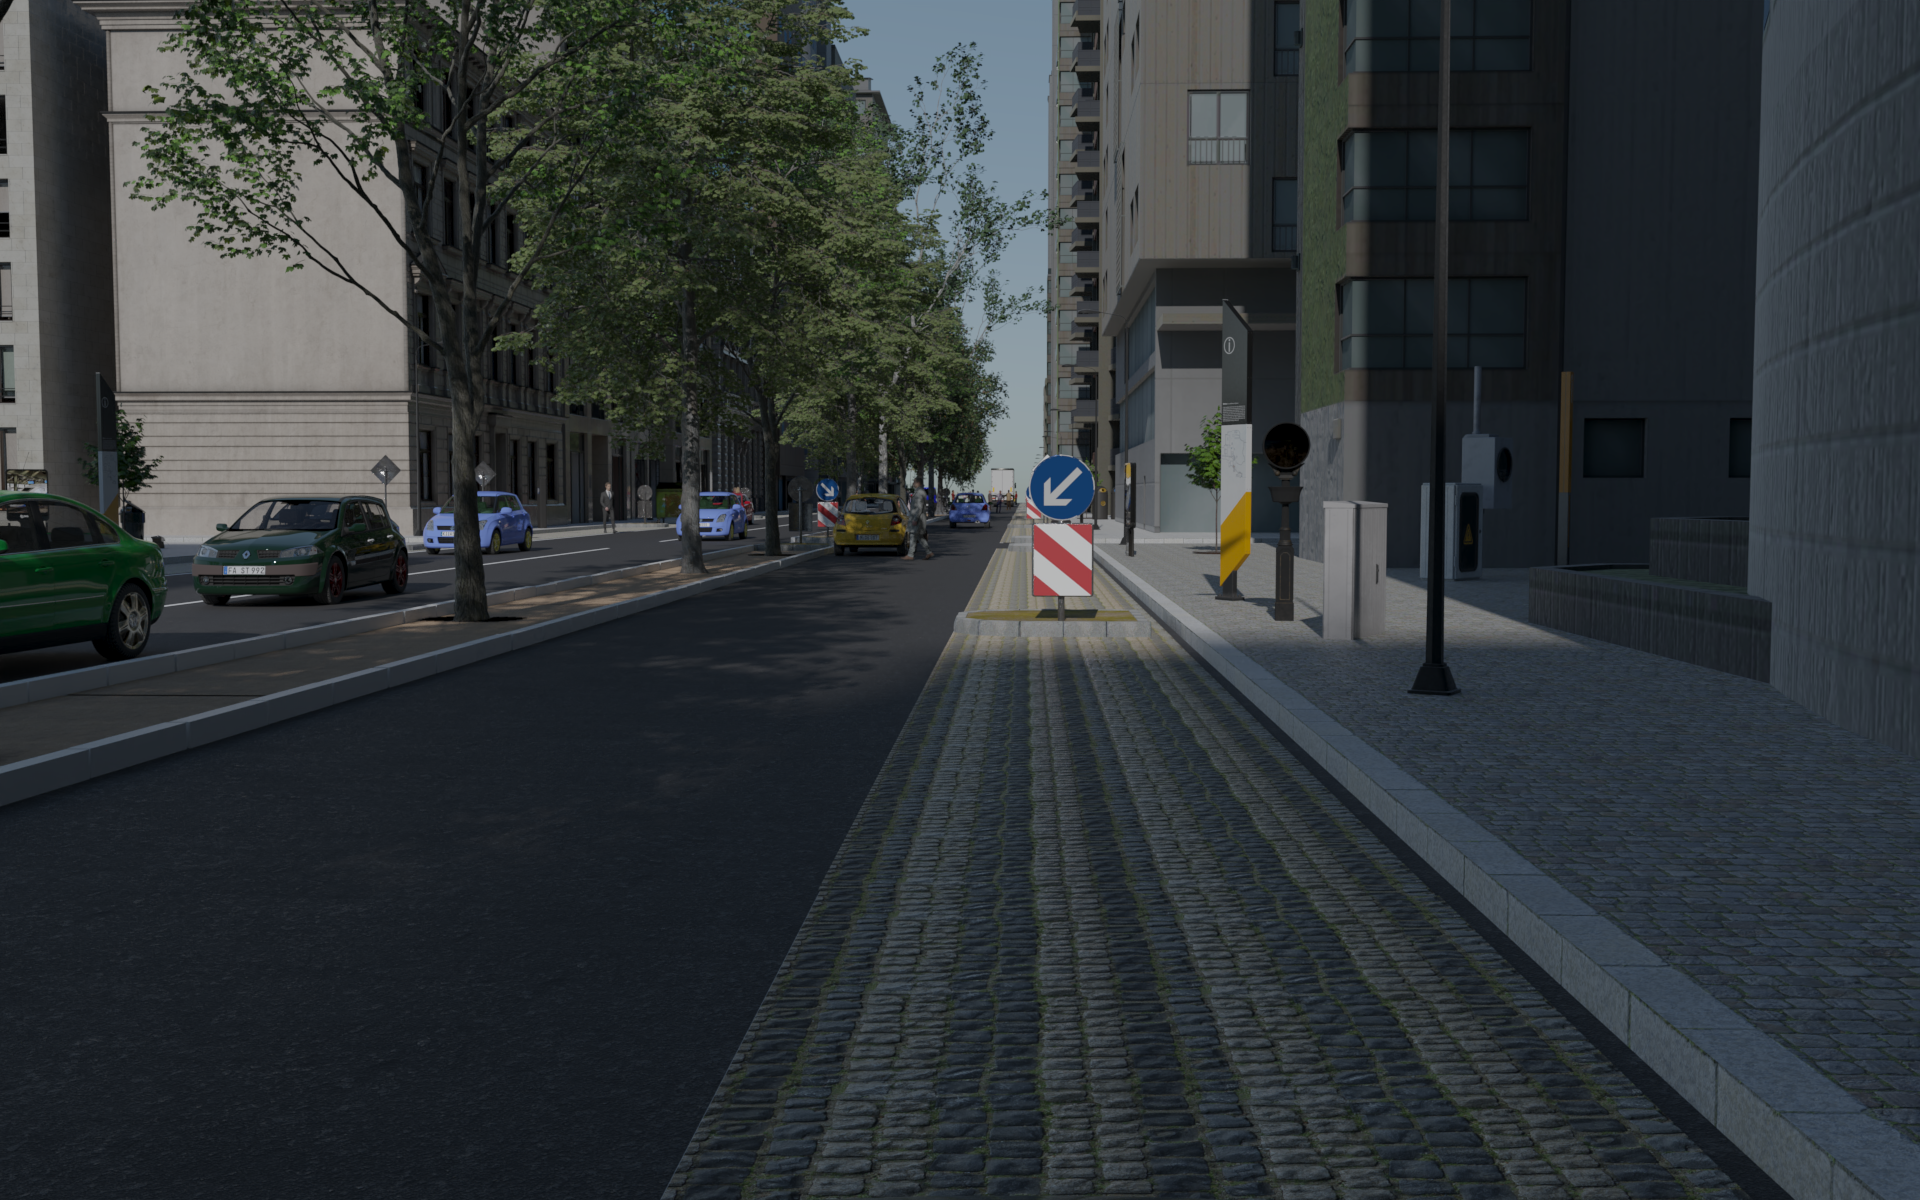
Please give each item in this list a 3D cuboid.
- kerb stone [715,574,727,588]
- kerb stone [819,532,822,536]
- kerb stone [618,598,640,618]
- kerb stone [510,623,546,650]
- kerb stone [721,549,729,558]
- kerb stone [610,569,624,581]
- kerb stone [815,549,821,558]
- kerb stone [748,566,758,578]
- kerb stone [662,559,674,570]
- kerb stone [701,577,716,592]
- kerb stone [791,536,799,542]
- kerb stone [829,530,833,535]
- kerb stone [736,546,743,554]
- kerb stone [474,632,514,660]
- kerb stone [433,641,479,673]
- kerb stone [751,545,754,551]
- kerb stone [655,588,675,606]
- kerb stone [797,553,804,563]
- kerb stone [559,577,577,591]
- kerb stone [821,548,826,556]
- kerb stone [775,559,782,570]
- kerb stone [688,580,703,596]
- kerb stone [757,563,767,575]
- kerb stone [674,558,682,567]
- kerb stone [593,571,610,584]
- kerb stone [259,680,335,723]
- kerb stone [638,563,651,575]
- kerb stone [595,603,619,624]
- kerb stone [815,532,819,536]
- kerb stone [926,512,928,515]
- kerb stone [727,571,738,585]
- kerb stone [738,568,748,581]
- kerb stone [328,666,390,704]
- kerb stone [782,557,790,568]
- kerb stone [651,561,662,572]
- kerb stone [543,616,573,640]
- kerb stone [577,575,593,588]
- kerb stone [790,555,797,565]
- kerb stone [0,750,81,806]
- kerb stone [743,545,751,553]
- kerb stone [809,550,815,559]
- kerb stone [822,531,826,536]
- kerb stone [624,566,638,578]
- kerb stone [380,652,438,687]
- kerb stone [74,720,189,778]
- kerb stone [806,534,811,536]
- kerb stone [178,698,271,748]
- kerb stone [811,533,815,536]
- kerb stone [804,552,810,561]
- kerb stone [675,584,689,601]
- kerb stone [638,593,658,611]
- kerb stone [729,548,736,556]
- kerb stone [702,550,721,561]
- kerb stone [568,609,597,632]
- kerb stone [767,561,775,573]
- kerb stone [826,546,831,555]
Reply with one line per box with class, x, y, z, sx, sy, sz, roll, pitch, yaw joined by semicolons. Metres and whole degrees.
kerb stone;-3.768;-0.272;26.639;0.120;0.150;1.000;0;4;2
kerb stone;-4.727;-2.124;56.929;0.120;0.150;1.000;0;4;2
kerb stone;-3.989;0.104;20.491;0.120;0.150;1.000;0;4;2
kerb stone;-4.143;0.358;16.392;0.120;0.150;1.000;0;4;2
kerb stone;-5.400;-1.026;38.977;0.120;0.150;1.000;0;4;2
kerb stone;-5.789;-0.398;28.716;0.120;0.150;1.000;0;4;2
kerb stone;-3.302;-1.022;38.906;0.120;0.150;1.000;0;4;2
kerb stone;-3.645;-0.457;29.704;0.120;0.150;1.000;0;4;2
kerb stone;-5.631;-0.650;32.826;0.120;0.150;1.000;0;4;2
kerb stone;-3.800;-0.209;25.617;0.120;0.150;1.000;0;4;2
kerb stone;-4.930;-1.811;51.806;0.120;0.150;1.000;0;4;2
kerb stone;-4.607;-2.312;59.996;0.120;0.150;1.000;0;4;2
kerb stone;-5.331;-1.152;41.028;0.120;0.150;1.000;0;4;2
kerb stone;-4.191;0.417;15.371;0.120;0.150;1.000;0;4;2
kerb stone;-4.223;0.480;14.345;0.120;0.150;1.000;0;4;2
kerb stone;-5.246;-1.278;43.089;0.120;0.150;1.000;0;4;2
kerb stone;-3.910;-0.021;22.547;0.120;0.150;1.000;0;4;2
kerb stone;-3.414;-0.834;35.839;0.120;0.150;1.000;0;4;2
kerb stone;-5.899;-0.206;25.650;0.120;0.150;1.000;0;4;2
kerb stone;-3.265;-1.085;39.928;0.120;0.150;1.000;0;4;2
kerb stone;-3.540;-0.642;32.770;0.120;0.150;1.000;0;4;2
kerb stone;-3.842;-0.146;24.596;0.120;0.150;1.000;0;4;2
kerb stone;-3.602;-0.522;30.726;0.120;0.150;1.000;0;4;2
kerb stone;-5.593;-0.713;33.853;0.120;0.150;1.000;0;4;2
kerb stone;-5.823;-0.329;27.695;0.120;0.150;1.000;0;4;2
kerb stone;-4.344;0.668;11.276;0.120;0.150;1.000;0;4;2
kerb stone;-5.709;-0.523;30.773;0.120;0.150;1.000;0;4;2
kerb stone;-4.033;0.167;19.461;0.120;0.150;1.000;0;4;2
kerb stone;-4.766;-2.058;55.908;0.120;0.150;1.000;0;4;2
kerb stone;-2.183;-6.259;124.558;0.120;0.150;1.000;0;4;2
kerb stone;-3.728;-0.330;27.661;0.120;0.150;1.000;0;4;2
kerb stone;-3.686;-0.397;28.682;0.120;0.150;1.000;0;4;2
kerb stone;-4.307;0.608;12.298;0.120;0.150;1.000;0;4;2
kerb stone;-3.488;-0.705;33.796;0.120;0.150;1.000;0;4;2
kerb stone;-5.676;-0.587;31.800;0.120;0.150;1.000;0;4;2
kerb stone;-4.108;0.295;17.414;0.120;0.150;1.000;0;4;2
kerb stone;-5.870;-0.274;26.671;0.120;0.150;1.000;0;4;2
kerb stone;-3.459;-0.768;34.818;0.120;0.150;1.000;0;4;2
kerb stone;-4.455;0.856;8.207;0.120;0.150;1.000;0;4;2
kerb stone;-5.283;-1.215;42.059;0.120;0.150;1.000;0;4;2
kerb stone;-3.345;-0.956;37.883;0.120;0.150;1.000;0;4;2
kerb stone;-4.688;-2.187;57.950;0.120;0.150;1.000;0;4;2
kerb stone;-5.747;-0.460;29.752;0.120;0.150;1.000;0;4;2
kerb stone;-4.262;0.543;13.324;0.120;0.150;1.000;0;4;2
kerb stone;-4.423;0.793;9.230;0.120;0.150;1.000;0;4;2
kerb stone;-4.840;-1.937;53.865;0.120;0.150;1.000;0;4;2
kerb stone;-4.376;0.730;10.254;0.120;0.150;1.000;0;4;2
kerb stone;-4.808;-1.999;54.887;0.120;0.150;1.000;0;4;2
kerb stone;-3.379;-0.897;36.861;0.120;0.150;1.000;0;4;2
kerb stone;-3.879;-0.077;23.574;0.120;0.150;1.000;0;4;2
kerb stone;-3.952;0.046;21.520;0.120;0.150;1.000;0;4;2
kerb stone;-5.370;-1.089;39.999;0.120;0.150;1.000;0;4;2
kerb stone;-5.446;-0.961;37.956;0.120;0.150;1.000;0;4;2
kerb stone;-4.072;0.230;18.436;0.120;0.150;1.000;0;4;2
kerb stone;-3.570;-0.584;31.747;0.120;0.150;1.000;0;4;2
kerb stone;-3.226;-1.142;40.950;0.120;0.150;1.000;0;4;2
